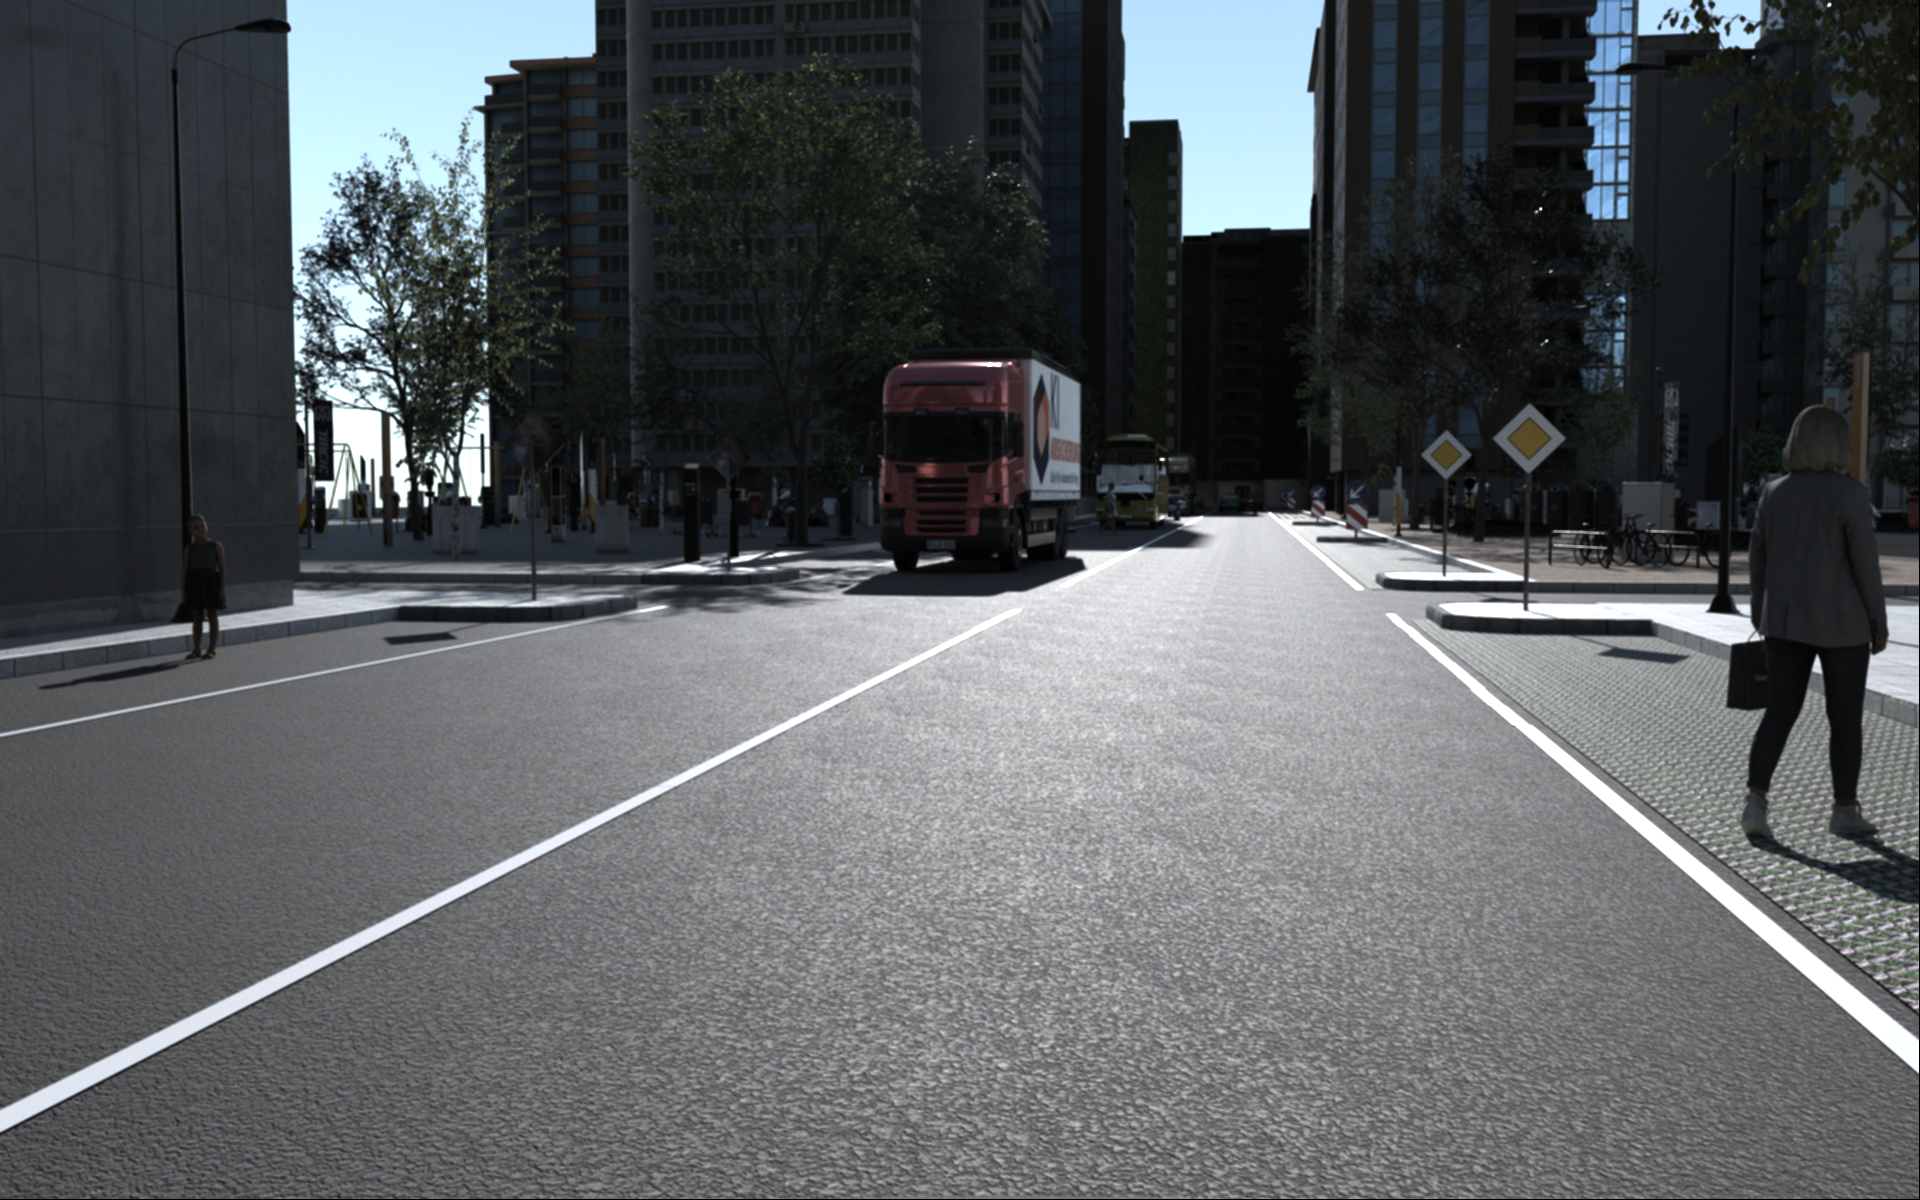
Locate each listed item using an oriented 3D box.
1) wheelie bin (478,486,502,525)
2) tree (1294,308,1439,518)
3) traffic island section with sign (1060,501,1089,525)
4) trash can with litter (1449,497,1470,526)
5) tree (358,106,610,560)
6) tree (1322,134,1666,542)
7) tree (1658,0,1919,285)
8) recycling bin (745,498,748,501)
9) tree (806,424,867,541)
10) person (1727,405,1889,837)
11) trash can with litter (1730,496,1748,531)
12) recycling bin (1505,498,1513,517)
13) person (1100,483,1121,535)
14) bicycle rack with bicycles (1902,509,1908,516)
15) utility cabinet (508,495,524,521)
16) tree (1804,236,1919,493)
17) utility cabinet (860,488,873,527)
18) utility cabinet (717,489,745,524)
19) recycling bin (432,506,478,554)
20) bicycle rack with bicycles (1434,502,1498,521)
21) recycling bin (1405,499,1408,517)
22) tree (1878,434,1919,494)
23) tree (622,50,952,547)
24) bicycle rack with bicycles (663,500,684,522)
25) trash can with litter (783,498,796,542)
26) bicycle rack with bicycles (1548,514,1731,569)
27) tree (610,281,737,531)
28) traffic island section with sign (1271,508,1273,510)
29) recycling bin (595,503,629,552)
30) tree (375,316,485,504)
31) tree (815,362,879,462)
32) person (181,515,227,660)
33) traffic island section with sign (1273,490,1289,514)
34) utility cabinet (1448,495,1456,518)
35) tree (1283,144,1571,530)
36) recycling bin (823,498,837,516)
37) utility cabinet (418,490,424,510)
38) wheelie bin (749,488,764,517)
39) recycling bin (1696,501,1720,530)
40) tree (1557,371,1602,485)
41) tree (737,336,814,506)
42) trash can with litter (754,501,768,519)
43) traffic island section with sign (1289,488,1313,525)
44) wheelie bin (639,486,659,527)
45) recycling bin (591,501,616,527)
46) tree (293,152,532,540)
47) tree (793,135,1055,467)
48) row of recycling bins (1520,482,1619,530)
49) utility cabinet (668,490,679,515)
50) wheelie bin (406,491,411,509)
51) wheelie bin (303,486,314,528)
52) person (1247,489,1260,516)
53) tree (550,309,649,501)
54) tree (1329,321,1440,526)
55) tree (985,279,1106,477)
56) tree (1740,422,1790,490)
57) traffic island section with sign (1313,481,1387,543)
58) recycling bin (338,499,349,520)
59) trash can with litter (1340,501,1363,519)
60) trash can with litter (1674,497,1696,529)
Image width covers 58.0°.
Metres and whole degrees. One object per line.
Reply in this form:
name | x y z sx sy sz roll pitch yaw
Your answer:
wheelie bin | -19.397 -3.891 71.528 0.980 1.594 0.693 -2 4 -23
tree | 21.957 -10.264 93.578 9.928 11.665 9.643 0 3 0
traffic island section with sign | 4.943 -4.365 79.998 1.989 1.847 2.006 1 4 9
trash can with litter | 17.920 -3.144 62.795 1.055 1.170 0.624 1 4 14
tree | -9.793 -5.106 33.840 4.360 8.622 3.978 0 3 0
tree | 13.889 -6.826 46.014 8.767 10.594 7.601 1 4 11
tree | 7.153 -3.774 12.063 4.737 8.622 4.395 0 3 0
recycling bin | -12.819 -5.619 104.429 0.722 1.027 0.722 0 4 3
tree | -3.535 -3.278 48.203 1.663 3.219 1.824 0 3 0
person | 3.504 0.086 7.272 0.728 1.800 0.709 -2 4 -30
trash can with litter | 25.964 -2.845 57.575 1.678 1.210 2.233 2 4 35
recycling bin | 31.625 -5.280 98.883 0.722 1.027 0.722 -3 4 -39
person | 5.208 -3.158 60.232 0.778 1.811 0.616 2 4 23
bicycle rack with bicycles | 42.790 -3.817 75.795 2.925 0.926 2.852 -2 4 -35
utility cabinet | -21.400 -4.423 83.484 0.306 1.237 1.020 -3 5 -41
tree | 26.242 -6.061 49.463 4.360 8.622 3.978 0 3 0
utility cabinet | -3.665 -3.622 67.893 0.318 1.500 1.173 0 4 7
utility cabinet | -9.656 -3.939 73.081 1.173 1.500 0.318 1 4 21
recycling bin | -10.975 -1.535 37.646 0.722 1.027 0.722 3 5 39
bicycle rack with bicycles | 21.864 -3.735 74.450 2.852 0.926 2.925 0 4 2
recycling bin | 24.346 -5.098 95.906 0.722 1.027 0.722 -1 4 -9
tree | 51.395 -6.718 93.560 4.285 4.588 4.351 0 3 0
tree | -4.003 -7.115 42.079 9.928 11.665 9.643 0 3 0
bicycle rack with bicycles | -12.892 -4.126 80.838 2.925 0.926 2.852 -3 5 -40
trash can with litter | -4.473 -2.118 46.013 0.624 1.170 1.055 -2 4 -24
bicycle rack with bicycles | 11.827 -1.068 30.844 2.852 0.926 2.925 -1 4 -12
tree | -10.423 -6.740 60.556 4.360 8.622 3.978 0 3 0
traffic island section with sign | 28.717 -8.916 154.404 1.989 1.847 2.006 1 4 9
recycling bin | -7.733 -1.585 38.462 0.722 1.027 0.722 -1 4 -12
tree | -20.305 -7.145 67.190 4.737 8.622 4.395 0 3 0
tree | -5.755 -8.589 90.796 4.737 8.622 4.395 0 3 0
person | -6.572 -0.115 15.055 0.362 1.253 0.373 0 4 -4
traffic island section with sign | 24.242 -7.267 127.444 1.989 1.847 2.006 1 4 9
utility cabinet | 26.112 -4.944 91.988 0.306 1.237 1.020 1 4 8
tree | 16.258 -9.224 61.185 12.009 13.543 11.850 0 3 0
recycling bin | -7.699 -5.525 102.882 0.722 1.027 0.722 1 4 11
utility cabinet | -31.754 -5.694 101.770 0.318 1.500 1.173 0 4 -6
wheelie bin | -11.551 -5.500 97.830 0.980 1.594 0.693 1 4 12
recycling bin | 26.151 -2.937 60.572 0.722 1.027 0.722 1 4 20
tree | 31.913 -8.270 85.574 4.737 8.622 4.395 0 3 0
tree | -8.674 -7.825 78.298 4.360 8.622 3.978 0 3 0
trash can with litter | -10.092 -4.734 88.785 1.055 1.170 0.624 1 4 12
traffic island section with sign | 16.286 -4.334 79.492 1.989 1.847 2.006 1 4 9
wheelie bin | -12.066 -3.643 67.475 0.693 1.594 0.980 -3 5 -45
recycling bin | -13.768 -3.328 66.969 0.722 1.027 0.722 2 4 25
tree | -15.391 -6.941 47.897 7.601 10.594 8.767 0 4 7
tree | -1.262 -9.516 62.244 9.857 13.997 8.962 0 3 0
row of recycling bins | 21.896 -3.373 62.259 3.534 1.692 1.069 3 5 39
utility cabinet | -17.308 -5.874 104.717 0.318 1.500 1.173 1 4 10
wheelie bin | -33.805 -6.061 107.011 0.693 1.594 0.980 -2 4 -35
wheelie bin | -24.710 -3.491 64.980 0.980 1.594 0.693 -2 4 -28
person | 19.480 -6.451 114.701 0.721 1.743 1.217 -2 4 -31
tree | -14.634 -7.304 69.786 4.737 8.622 4.395 0 3 0
tree | 17.507 -7.349 70.521 4.737 8.622 4.395 0 3 0
tree | 3.345 -10.656 91.240 9.611 12.733 9.660 0 3 0
tree | 36.966 -5.860 79.530 4.285 4.588 4.351 0 3 0
traffic island section with sign | 11.653 -2.626 51.564 1.989 1.847 2.006 1 4 9
recycling bin | -30.829 -4.562 87.146 0.722 1.027 0.722 -3 4 -36
trash can with litter | 19.778 -4.661 87.600 1.055 1.170 0.624 0 4 -7
trash can with litter | 26.835 -3.214 63.928 1.055 1.170 0.624 0 4 -4
